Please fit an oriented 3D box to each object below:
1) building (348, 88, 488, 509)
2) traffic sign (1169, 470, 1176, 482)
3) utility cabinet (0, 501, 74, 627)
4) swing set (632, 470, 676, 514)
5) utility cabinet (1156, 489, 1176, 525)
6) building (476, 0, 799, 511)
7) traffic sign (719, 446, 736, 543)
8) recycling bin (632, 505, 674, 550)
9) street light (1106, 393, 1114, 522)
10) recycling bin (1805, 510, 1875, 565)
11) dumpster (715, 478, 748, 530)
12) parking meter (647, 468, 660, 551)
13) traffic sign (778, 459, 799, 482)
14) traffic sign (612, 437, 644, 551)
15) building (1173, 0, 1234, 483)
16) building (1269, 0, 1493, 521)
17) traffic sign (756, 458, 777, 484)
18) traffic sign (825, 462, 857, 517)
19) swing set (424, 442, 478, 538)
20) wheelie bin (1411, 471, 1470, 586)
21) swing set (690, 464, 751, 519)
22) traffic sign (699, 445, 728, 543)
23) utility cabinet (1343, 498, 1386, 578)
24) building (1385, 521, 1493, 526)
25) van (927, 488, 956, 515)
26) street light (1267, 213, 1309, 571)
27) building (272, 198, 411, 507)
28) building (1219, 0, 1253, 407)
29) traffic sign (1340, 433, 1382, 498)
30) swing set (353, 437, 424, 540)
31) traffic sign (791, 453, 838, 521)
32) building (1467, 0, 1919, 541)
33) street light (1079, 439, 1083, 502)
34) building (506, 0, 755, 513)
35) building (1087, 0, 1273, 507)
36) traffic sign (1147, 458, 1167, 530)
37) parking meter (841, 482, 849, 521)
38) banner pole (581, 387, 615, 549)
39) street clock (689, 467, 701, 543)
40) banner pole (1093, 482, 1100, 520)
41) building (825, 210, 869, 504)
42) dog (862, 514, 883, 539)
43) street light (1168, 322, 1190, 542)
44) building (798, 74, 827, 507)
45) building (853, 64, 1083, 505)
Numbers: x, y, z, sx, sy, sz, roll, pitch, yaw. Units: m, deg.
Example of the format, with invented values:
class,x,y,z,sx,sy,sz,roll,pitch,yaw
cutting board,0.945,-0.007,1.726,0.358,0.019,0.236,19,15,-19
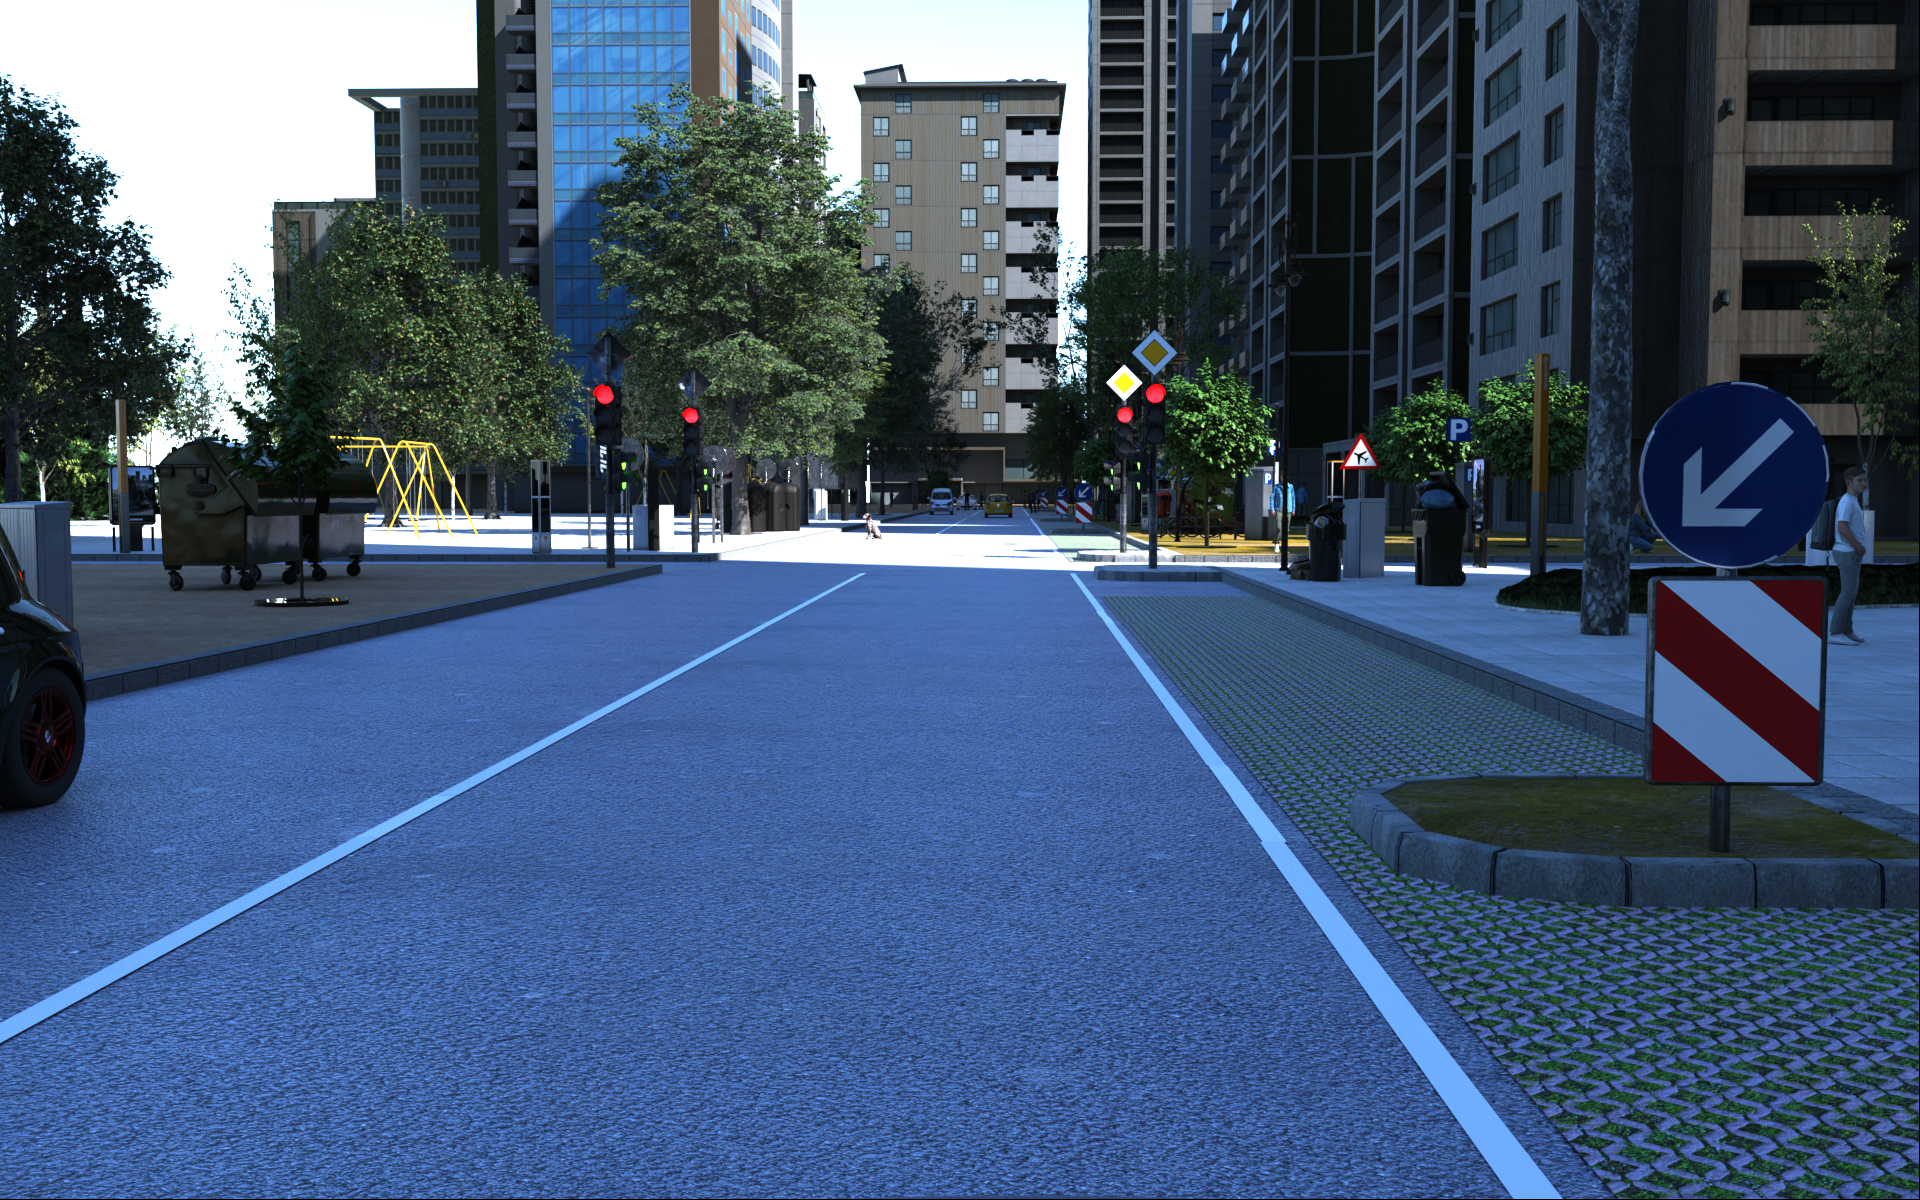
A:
class,x,y,z,sx,sy,sz,roll,pitch,yaw
building,-39.902,-28.839,163.405,23.993,40.220,32.217,0,4,2
traffic sign,9.409,-4.667,76.042,0.795,2.593,0.064,0,4,5
utility cabinet,-7.926,-0.222,14.793,1.020,1.237,0.306,3,5,43
swing set,-19.527,-7.007,112.180,2.862,2.851,3.119,0,4,4
utility cabinet,8.466,-3.855,71.715,1.173,1.500,0.318,1,4,20
building,-25.359,-36.687,141.839,21.231,58.520,28.212,0,4,2
traffic sign,-6.279,-2.784,45.624,0.768,2.556,0.104,0,4,6
recycling bin,-7.093,-1.683,40.065,0.722,1.027,0.722,1,4,19
street light,6.825,-6.519,79.381,0.468,5.910,1.993,0,4,2
recycling bin,13.672,-0.878,26.916,0.722,1.027,0.722,-2,4,-34
dumpster,-8.248,-3.501,62.993,1.264,1.857,1.865,0,4,2
parking meter,-6.960,-2.056,39.331,0.255,1.863,0.399,-1,4,-12
traffic sign,-6.152,-3.796,62.165,0.768,2.556,0.104,1,4,11
traffic sign,-7.414,-2.357,38.645,0.768,2.556,0.104,1,4,9
building,30.704,-37.934,162.220,21.231,58.520,28.212,0,4,2
building,26.380,-40.457,99.725,20.563,71.187,20.611,0,4,2
traffic sign,-6.875,-3.747,61.368,0.768,2.556,0.104,1,4,10
traffic sign,-6.881,-6.319,97.185,2.265,3.308,0.079,0,4,3
swing set,-16.326,-3.343,52.272,2.862,2.851,3.119,0,4,-1
wheelie bin,6.714,-1.001,24.283,0.693,1.594,0.980,0,4,-5
swing set,-12.435,-5.640,89.840,3.119,2.851,2.862,0,4,2
traffic sign,-6.395,-2.740,44.909,0.768,2.556,0.104,1,4,8
utility cabinet,6.250,-0.956,26.798,0.306,1.237,1.020,2,4,35
building,27.418,-38.708,71.124,20.563,71.187,20.611,0,4,2
van,-1.272,-6.940,120.478,2.013,2.044,4.112,0,4,0
street light,5.425,-3.426,28.796,0.468,5.910,1.993,0,4,2
building,-58.684,-24.536,172.871,14.107,30.474,14.160,0,4,2
building,31.975,-31.354,132.244,23.786,49.044,30.456,0,4,2
traffic sign,8.562,-2.266,37.059,0.884,2.594,0.081,0,4,6
swing set,-16.847,-3.024,47.062,2.862,2.851,3.119,1,4,23
traffic sign,-6.871,-5.383,81.877,2.265,3.308,0.079,1,4,10
building,24.295,-17.168,52.399,14.107,30.474,14.160,0,4,2
street light,7.804,-8.518,112.053,0.468,5.910,1.993,0,4,2
building,-22.305,-28.752,120.209,14.600,45.320,14.200,0,4,2
building,26.418,-47.509,215.024,20.611,71.187,20.563,0,4,2
traffic sign,7.047,-3.769,61.734,0.768,2.556,0.104,0,4,3
parking meter,-5.517,-4.723,82.925,0.255,1.863,0.399,-3,4,-36
banner pole,-8.501,-3.100,40.704,0.863,3.779,0.401,0,4,6
street clock,-6.965,-2.508,45.570,0.358,2.002,0.471,0,4,4
banner pole,6.777,-5.916,86.749,0.401,3.779,0.863,1,4,16
building,-24.369,-32.521,223.593,23.993,40.220,32.217,0,4,2
dog,-2.648,-2.321,54.786,0.800,0.831,0.513,1,4,16
street light,5.872,-4.514,46.598,0.468,5.910,1.993,0,4,2
building,-20.424,-29.840,171.482,14.086,41.232,14.154,0,4,2
building,1.482,-38.645,221.077,27.495,52.752,28.713,0,4,2
